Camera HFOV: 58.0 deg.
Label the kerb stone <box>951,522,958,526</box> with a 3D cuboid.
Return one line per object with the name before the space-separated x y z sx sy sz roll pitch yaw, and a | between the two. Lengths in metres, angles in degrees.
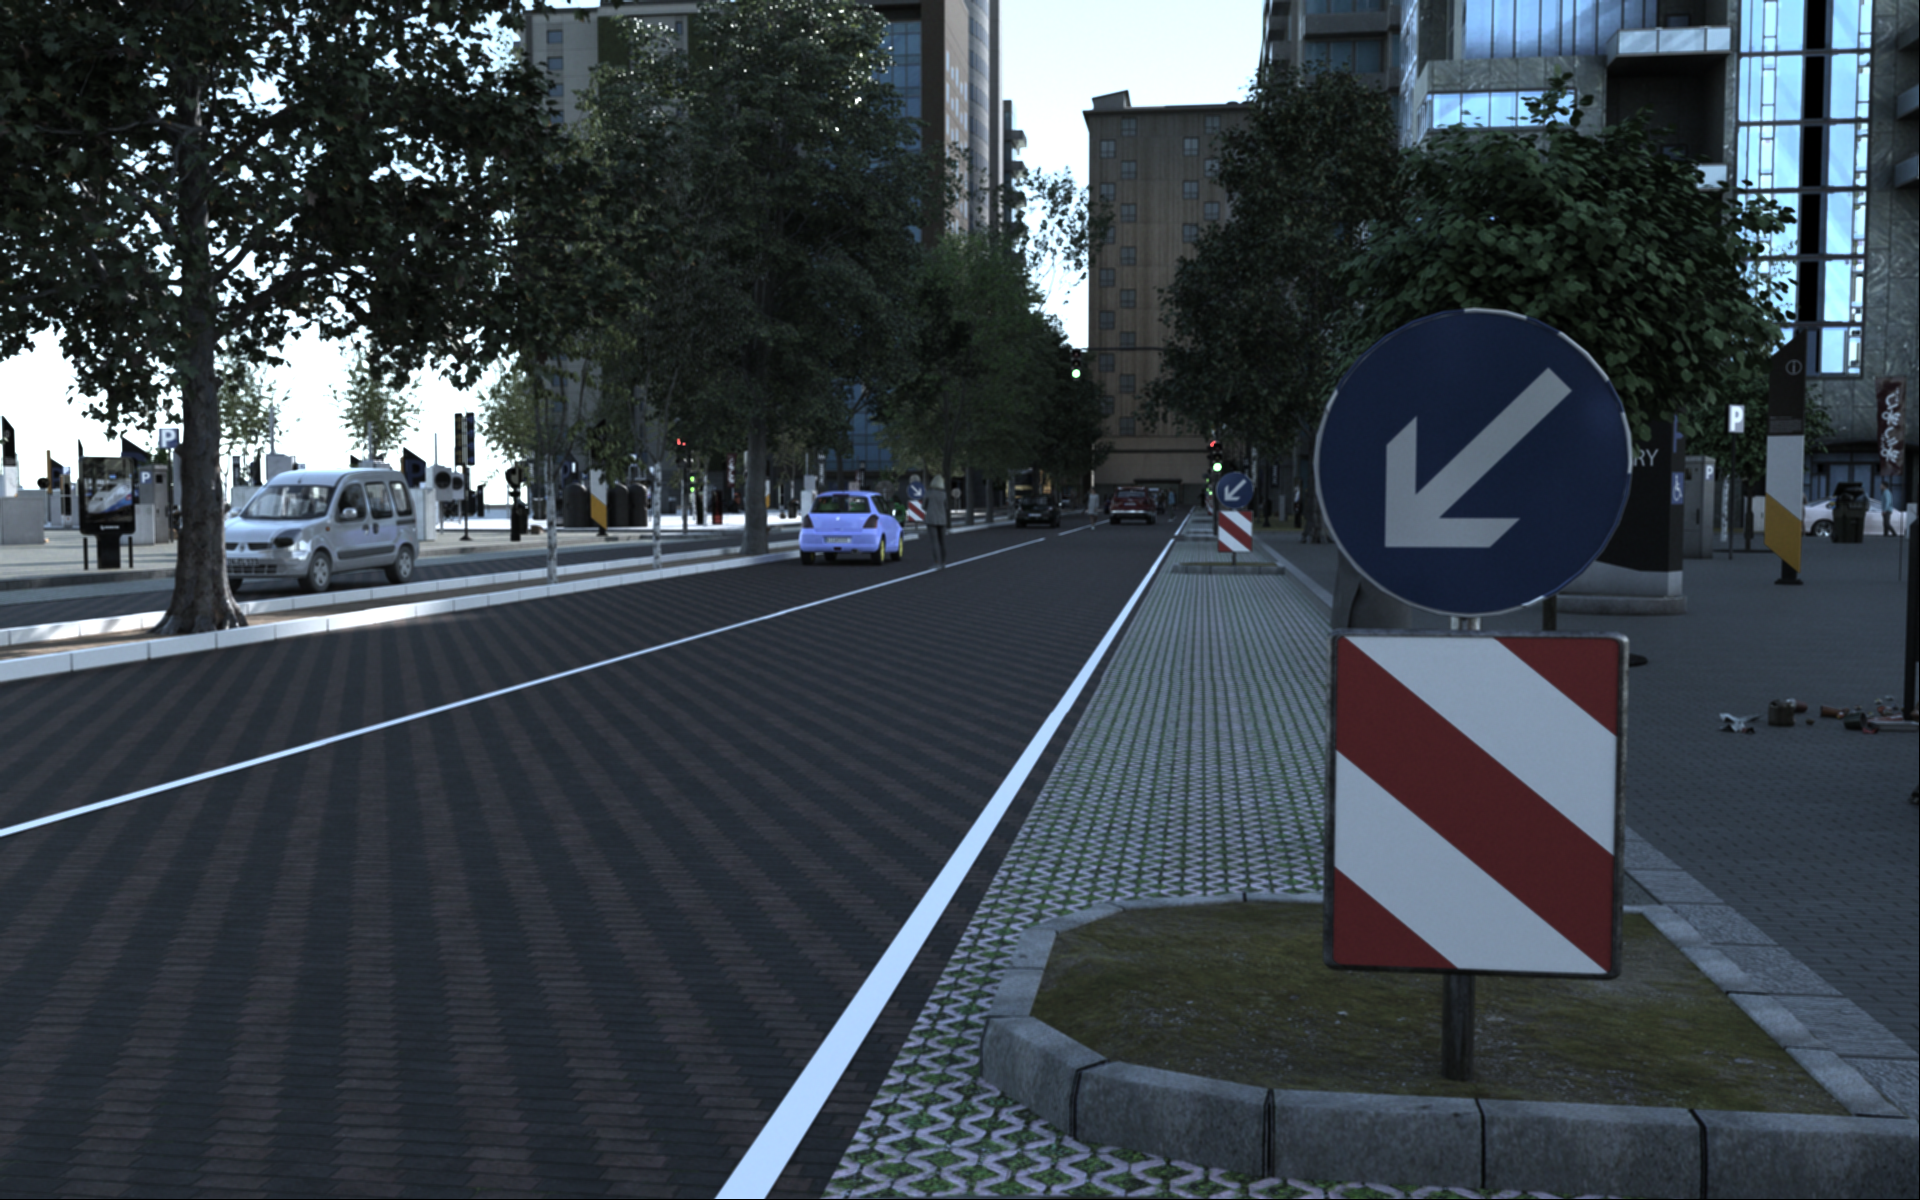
kerb stone | -0.351 -3.428 78.289 0.120 0.150 1.000 0 4 8

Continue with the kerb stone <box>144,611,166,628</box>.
kerb stone | -8.667 0.202 18.886 0.120 0.150 1.000 0 4 8

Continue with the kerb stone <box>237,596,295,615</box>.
kerb stone | -8.380 0.079 20.927 0.120 0.150 1.000 0 4 8

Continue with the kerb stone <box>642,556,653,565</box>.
kerb stone | -6.393 -0.787 35.153 0.120 0.150 1.000 0 4 8

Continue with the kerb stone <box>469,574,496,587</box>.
kerb stone | -7.533 -0.294 27.002 0.120 0.150 1.000 0 4 8

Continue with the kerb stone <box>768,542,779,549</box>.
kerb stone | -4.974 -1.413 45.297 0.120 0.150 1.000 0 4 8

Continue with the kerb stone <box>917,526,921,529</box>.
kerb stone | -1.771 -2.808 68.158 0.120 0.150 1.000 0 4 8

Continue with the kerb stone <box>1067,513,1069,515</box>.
kerb stone | 6.977 -5.707 115.505 0.120 0.150 1.000 0 4 8

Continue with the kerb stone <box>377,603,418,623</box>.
kerb stone | -6.448 0.158 19.608 0.120 0.150 1.000 0 4 8

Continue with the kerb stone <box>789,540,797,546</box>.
kerb stone | -4.686 -1.537 47.328 0.120 0.150 1.000 0 4 8

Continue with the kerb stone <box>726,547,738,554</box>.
kerb stone | -5.541 -1.164 41.240 0.120 0.150 1.000 0 4 8

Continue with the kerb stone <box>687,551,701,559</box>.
kerb stone | -5.966 -0.976 38.199 0.120 0.150 1.000 0 4 8

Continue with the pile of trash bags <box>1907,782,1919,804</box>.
pile of trash bags | 4.833 0.242 5.788 1.912 1.369 3.447 0 4 2

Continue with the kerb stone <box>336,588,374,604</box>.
kerb stone | -8.099 -0.046 22.951 0.120 0.150 1.000 0 4 8

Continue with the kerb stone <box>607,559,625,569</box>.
kerb stone | -6.671 -0.665 33.116 0.120 0.150 1.000 0 4 8

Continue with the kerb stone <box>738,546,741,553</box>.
kerb stone | -5.391 -1.219 42.252 0.120 0.150 1.000 0 4 8

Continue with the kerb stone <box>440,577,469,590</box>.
kerb stone | -7.674 -0.232 25.990 0.120 0.150 1.000 0 4 8

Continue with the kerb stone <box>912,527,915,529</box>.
kerb stone | -1.913 -2.747 67.135 0.120 0.150 1.000 0 4 8

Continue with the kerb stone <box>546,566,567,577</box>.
kerb stone | -7.100 -0.481 30.058 0.120 0.150 1.000 0 4 8

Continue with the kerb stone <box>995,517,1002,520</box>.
kerb stone | 2.069 -4.485 95.532 0.120 0.150 1.000 0 4 8

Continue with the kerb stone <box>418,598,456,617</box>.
kerb stone | -6.304 0.098 20.622 0.120 0.150 1.000 0 4 8

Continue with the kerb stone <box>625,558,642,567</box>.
kerb stone | -6.537 -0.730 34.137 0.120 0.150 1.000 0 4 8

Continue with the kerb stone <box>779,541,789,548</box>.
kerb stone | -4.826 -1.475 46.310 0.120 0.150 1.000 0 4 8

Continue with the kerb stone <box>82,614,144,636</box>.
kerb stone | -8.807 0.268 17.867 0.120 0.150 1.000 0 4 8

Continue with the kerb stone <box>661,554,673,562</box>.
kerb stone | -6.248 -0.853 36.165 0.120 0.150 1.000 0 4 8

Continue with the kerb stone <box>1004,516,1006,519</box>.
kerb stone | 2.349 -4.607 97.571 0.120 0.150 1.000 0 4 8

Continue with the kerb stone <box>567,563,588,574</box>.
kerb stone | -6.955 -0.543 31.070 0.120 0.150 1.000 0 4 8

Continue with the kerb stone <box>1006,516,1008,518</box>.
kerb stone | 2.486 -4.673 98.593 0.120 0.150 1.000 0 4 8

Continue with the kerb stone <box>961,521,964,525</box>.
kerb stone | -0.061 -3.546 80.317 0.120 0.150 1.000 0 4 8

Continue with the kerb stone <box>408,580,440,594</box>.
kerb stone | -7.815 -0.170 24.978 0.120 0.150 1.000 0 4 8

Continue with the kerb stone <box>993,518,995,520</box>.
kerb stone | 1.636 -4.297 92.476 0.120 0.150 1.000 0 4 8

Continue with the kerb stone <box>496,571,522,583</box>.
kerb stone | -7.389 -0.357 28.028 0.120 0.150 1.000 0 4 8

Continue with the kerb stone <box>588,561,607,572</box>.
kerb stone | -6.822 -0.605 32.086 0.120 0.150 1.000 0 4 8

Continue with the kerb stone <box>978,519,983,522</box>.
kerb stone | 0.926 -3.987 87.411 0.120 0.150 1.000 0 4 8

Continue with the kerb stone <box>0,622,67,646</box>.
kerb stone | -8.951 0.327 16.853 0.120 0.150 1.000 0 4 8

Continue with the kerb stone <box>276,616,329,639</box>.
kerb stone | -6.732 0.283 17.571 0.120 0.150 1.000 0 4 8

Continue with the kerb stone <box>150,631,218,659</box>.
kerb stone | -7.016 0.410 15.530 0.120 0.150 1.000 0 4 8

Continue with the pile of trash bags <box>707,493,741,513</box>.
pile of trash bags | -16.110 -6.715 119.548 1.912 1.369 3.447 1 4 23

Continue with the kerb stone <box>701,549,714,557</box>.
kerb stone | -5.821 -1.041 39.213 0.120 0.150 1.000 0 4 8

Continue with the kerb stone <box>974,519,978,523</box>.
kerb stone | 0.643 -3.861 85.386 0.120 0.150 1.000 0 4 8

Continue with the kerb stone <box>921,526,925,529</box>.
kerb stone | -1.625 -2.873 69.172 0.120 0.150 1.000 0 4 8

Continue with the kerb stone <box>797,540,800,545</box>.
kerb stone | -4.542 -1.598 48.344 0.120 0.150 1.000 0 4 8

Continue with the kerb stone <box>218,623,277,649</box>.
kerb stone | -6.870 0.346 16.546 0.120 0.150 1.000 0 4 8

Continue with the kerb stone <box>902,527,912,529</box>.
kerb stone | -2.052 -2.686 66.106 0.120 0.150 1.000 0 4 8

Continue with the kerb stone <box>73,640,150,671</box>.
kerb stone | -7.160 0.471 14.497 0.120 0.150 1.000 0 4 8

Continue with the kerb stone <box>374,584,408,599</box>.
kerb stone | -7.954 -0.106 23.963 0.120 0.150 1.000 0 4 8

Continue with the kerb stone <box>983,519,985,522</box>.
kerb stone | 1.066 -4.051 88.424 0.120 0.150 1.000 0 4 8

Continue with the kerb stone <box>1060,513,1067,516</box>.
kerb stone | 6.837 -5.645 114.493 0.120 0.150 1.000 0 4 8

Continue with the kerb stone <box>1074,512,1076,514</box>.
kerb stone | 7.840 -6.079 121.596 0.120 0.150 1.000 0 4 8

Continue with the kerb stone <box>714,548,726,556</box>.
kerb stone | -5.679 -1.103 40.228 0.120 0.150 1.000 0 4 8

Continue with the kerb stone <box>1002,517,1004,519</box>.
kerb stone | 2.199 -4.547 96.546 0.120 0.150 1.000 0 4 8

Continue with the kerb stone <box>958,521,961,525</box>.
kerb stone | -0.207 -3.493 79.303 0.120 0.150 1.000 0 4 8

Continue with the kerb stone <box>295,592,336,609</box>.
kerb stone | -8.239 0.016 21.939 0.120 0.150 1.000 0 4 8

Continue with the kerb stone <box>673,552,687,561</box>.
kerb stone | -6.113 -0.917 37.181 0.120 0.150 1.000 0 4 8

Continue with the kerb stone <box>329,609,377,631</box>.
kerb stone | -6.584 0.227 18.591 0.120 0.150 1.000 0 4 8

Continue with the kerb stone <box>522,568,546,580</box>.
kerb stone | -7.239 -0.419 29.046 0.120 0.150 1.000 0 4 8

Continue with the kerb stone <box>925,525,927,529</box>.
kerb stone | -1.486 -2.932 70.187 0.120 0.150 1.000 0 4 8

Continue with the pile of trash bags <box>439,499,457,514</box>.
pile of trash bags | -31.949 -5.759 103.909 1.912 1.369 3.447 1 4 22

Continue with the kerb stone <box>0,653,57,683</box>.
kerb stone | -7.304 0.533 13.485 0.120 0.150 1.000 0 4 8
